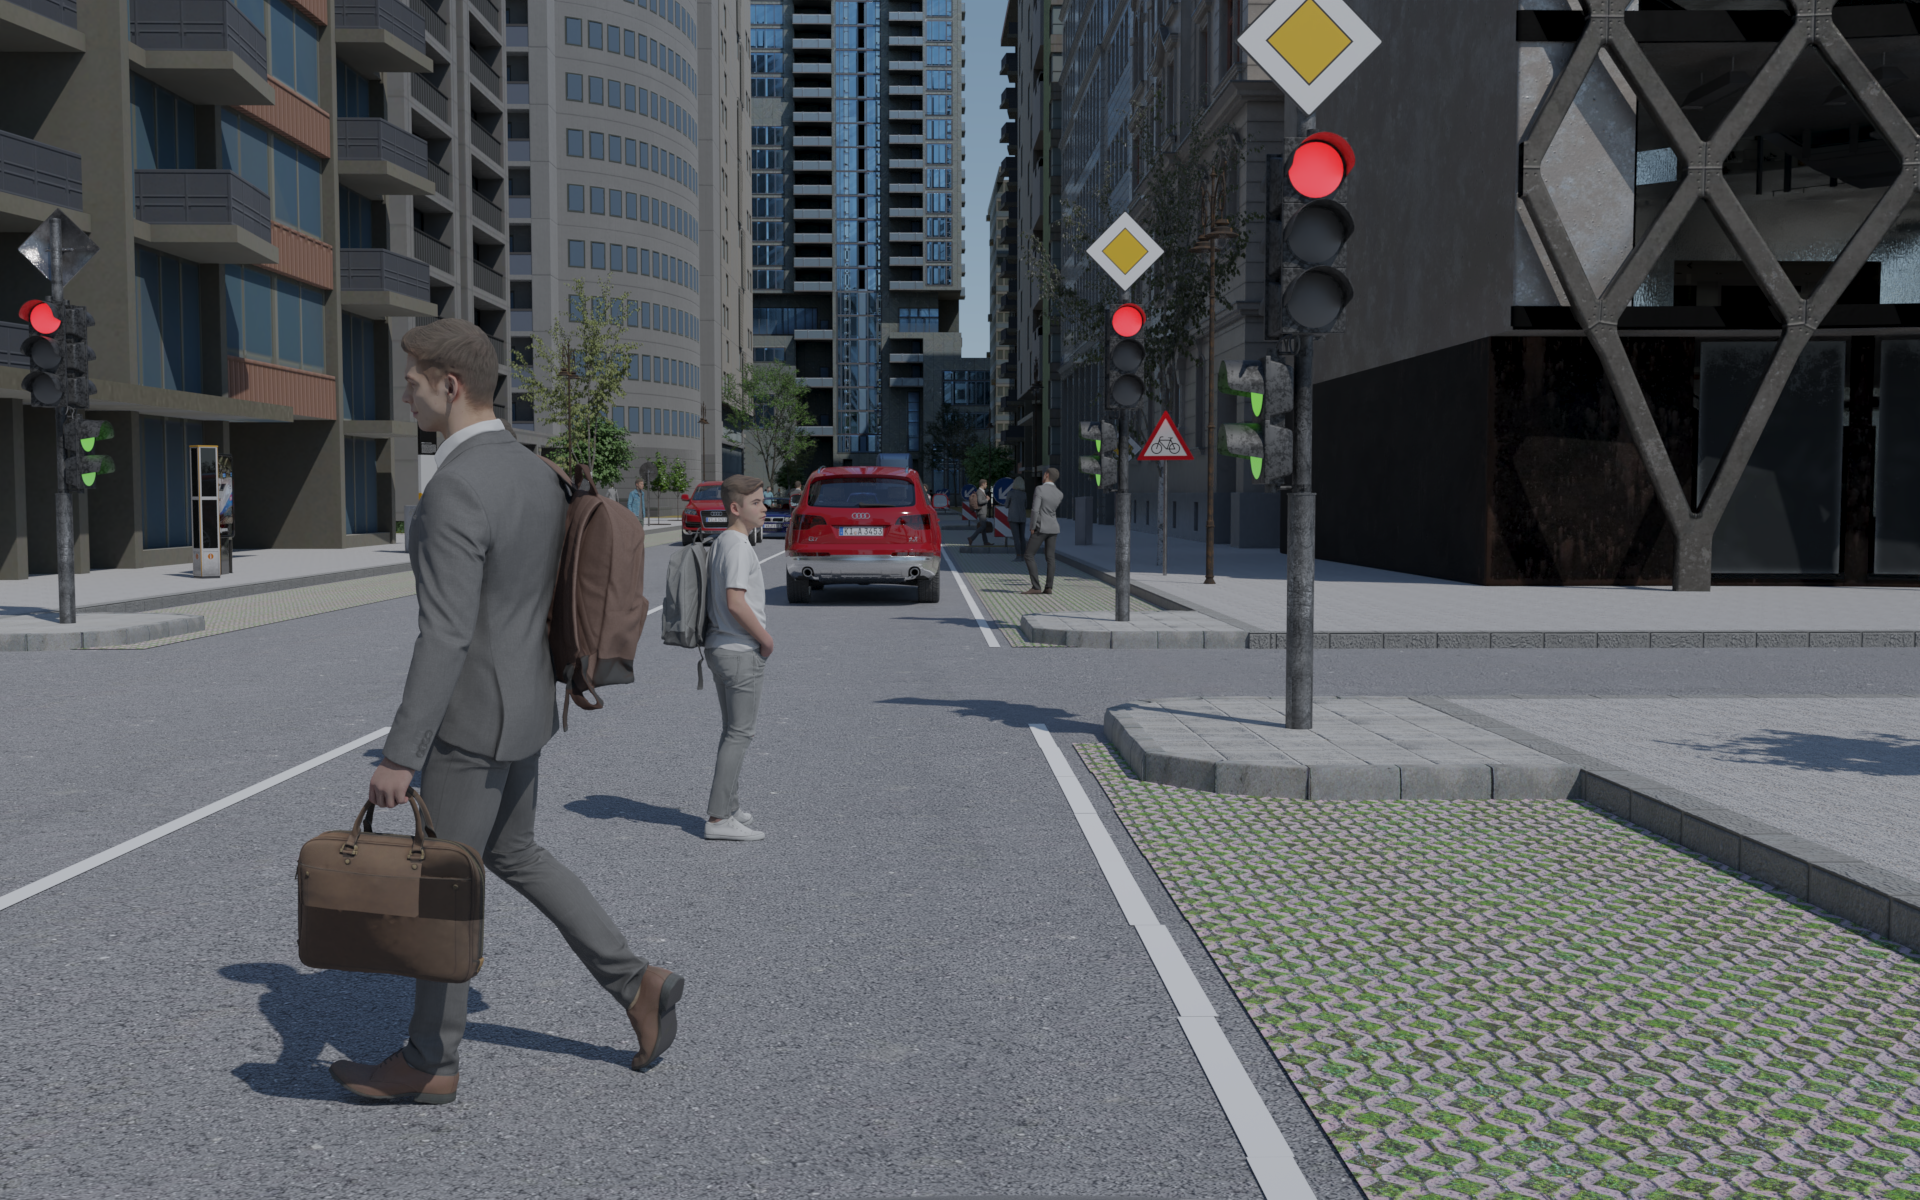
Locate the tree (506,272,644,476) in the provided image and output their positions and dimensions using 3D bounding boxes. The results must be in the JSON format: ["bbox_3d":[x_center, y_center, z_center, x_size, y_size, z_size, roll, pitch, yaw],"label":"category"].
[{"bbox_3d":[-12.416,-6.527,57.072,4.737,8.622,4.395,0,3,0],"label":"tree"}]

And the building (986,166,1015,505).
[{"bbox_3d":[15.320,-30.788,195.264,23.993,40.220,32.217,0,4,-2],"label":"building"}]

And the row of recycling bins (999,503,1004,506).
[{"bbox_3d":[2.141,-3.953,71.741,1.069,1.692,3.534,0,4,4],"label":"row of recycling bins"}]

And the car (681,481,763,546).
[{"bbox_3d":[-6.731,-2.487,49.338,2.281,1.827,5.304,0,4,-3],"label":"car"}]

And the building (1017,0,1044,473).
[{"bbox_3d":[18.241,-32.614,122.471,28.713,52.752,27.495,0,4,-2],"label":"building"}]

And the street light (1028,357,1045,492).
[{"bbox_3d":[2.553,-5.231,58.315,0.468,5.910,1.993,0,4,-2],"label":"street light"}]

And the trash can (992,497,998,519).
[{"bbox_3d":[1.923,-4.589,86.679,0.748,1.137,0.748,0,3,0],"label":"trash can"}]

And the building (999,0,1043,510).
[{"bbox_3d":[14.747,-30.345,150.758,22.147,44.769,28.867,0,4,-2],"label":"building"}]

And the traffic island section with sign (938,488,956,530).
[{"bbox_3d":[0.245,-3.705,69.203,1.989,1.847,2.006,0,4,-2],"label":"traffic island section with sign"}]

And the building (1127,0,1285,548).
[{"bbox_3d":[12.488,-16.136,51.220,14.401,28.519,23.554,0,4,-2],"label":"building"}]

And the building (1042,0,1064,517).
[{"bbox_3d":[11.741,-25.534,101.072,14.154,41.232,14.086,0,4,-2],"label":"building"}]

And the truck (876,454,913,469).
[{"bbox_3d":[-4.234,-7.296,109.056,2.967,4.110,18.799,0,4,-1],"label":"truck"}]

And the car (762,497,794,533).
[{"bbox_3d":[-6.052,-2.690,56.564,1.945,1.354,3.894,0,4,-3],"label":"car"}]

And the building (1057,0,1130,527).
[{"bbox_3d":[11.170,-18.367,77.787,11.434,29.767,29.804,0,4,-2],"label":"building"}]

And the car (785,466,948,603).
[{"bbox_3d":[-1.298,-0.957,24.319,2.281,1.827,5.304,0,4,-1],"label":"car"}]

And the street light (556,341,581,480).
[{"bbox_3d":[-11.813,-4.872,52.437,0.468,5.910,1.993,0,4,-2],"label":"street light"}]

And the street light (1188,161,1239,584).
[{"bbox_3d":[3.562,-3.165,24.537,0.468,5.910,1.993,0,4,-2],"label":"street light"}]

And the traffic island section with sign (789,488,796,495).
[{"bbox_3d":[-11.342,-6.746,118.929,1.989,1.847,2.006,0,4,-2],"label":"traffic island section with sign"}]

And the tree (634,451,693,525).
[{"bbox_3d":[-12.436,-4.728,71.897,1.663,3.219,1.824,0,3,0],"label":"tree"}]

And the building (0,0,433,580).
[{"bbox_3d":[-23.922,-23.248,34.723,22.147,44.769,28.867,0,4,-2],"label":"building"}]

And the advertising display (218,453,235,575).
[{"bbox_3d":[-11.776,-1.368,27.580,0.123,1.923,0.974,0,4,-5],"label":"advertising display"}]

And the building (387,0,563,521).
[{"bbox_3d":[-26.809,-38.427,66.528,20.563,71.187,20.611,0,4,-2],"label":"building"}]

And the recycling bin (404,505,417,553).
[{"bbox_3d":[-11.886,-1.573,38.278,0.722,1.027,0.722,-1,4,-15],"label":"recycling bin"}]

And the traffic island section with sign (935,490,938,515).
[{"bbox_3d":[-1.125,-6.763,119.199,1.989,1.847,2.006,0,4,-2],"label":"traffic island section with sign"}]

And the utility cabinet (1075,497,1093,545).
[{"bbox_3d":[3.128,-1.996,43.799,0.306,1.237,1.020,1,4,14],"label":"utility cabinet"}]

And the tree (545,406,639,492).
[{"bbox_3d":[-13.316,-4.874,63.400,4.285,4.588,4.351,0,3,0],"label":"tree"}]

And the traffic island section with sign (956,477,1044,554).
[{"bbox_3d":[0.986,-2.057,42.258,1.989,1.847,2.006,0,4,-2],"label":"traffic island section with sign"}]

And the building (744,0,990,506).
[{"bbox_3d":[-12.583,-53.530,187.882,31.000,86.520,22.319,0,4,-2],"label":"building"}]

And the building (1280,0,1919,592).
[{"bbox_3d":[15.508,-9.871,28.836,16.811,18.784,16.820,0,4,-2],"label":"building"}]

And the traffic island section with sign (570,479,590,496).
[{"bbox_3d":[-9.218,-2.029,41.802,1.989,1.847,2.006,0,4,-2],"label":"traffic island section with sign"}]

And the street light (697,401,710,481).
[{"bbox_3d":[-12.788,-6.955,86.497,0.468,5.910,1.993,0,4,-2],"label":"street light"}]

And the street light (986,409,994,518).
[{"bbox_3d":[1.590,-7.297,92.095,0.468,5.910,1.993,0,4,-2],"label":"street light"}]

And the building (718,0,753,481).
[{"bbox_3d":[-32.244,-34.300,150.049,27.495,52.752,28.713,0,4,-2],"label":"building"}]

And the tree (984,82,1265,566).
[{"bbox_3d":[3.431,-4.930,30.968,4.360,8.622,3.978,0,3,0],"label":"tree"}]

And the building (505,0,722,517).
[{"bbox_3d":[-26.801,-34.472,105.620,21.231,58.520,28.212,0,4,-2],"label":"building"}]
